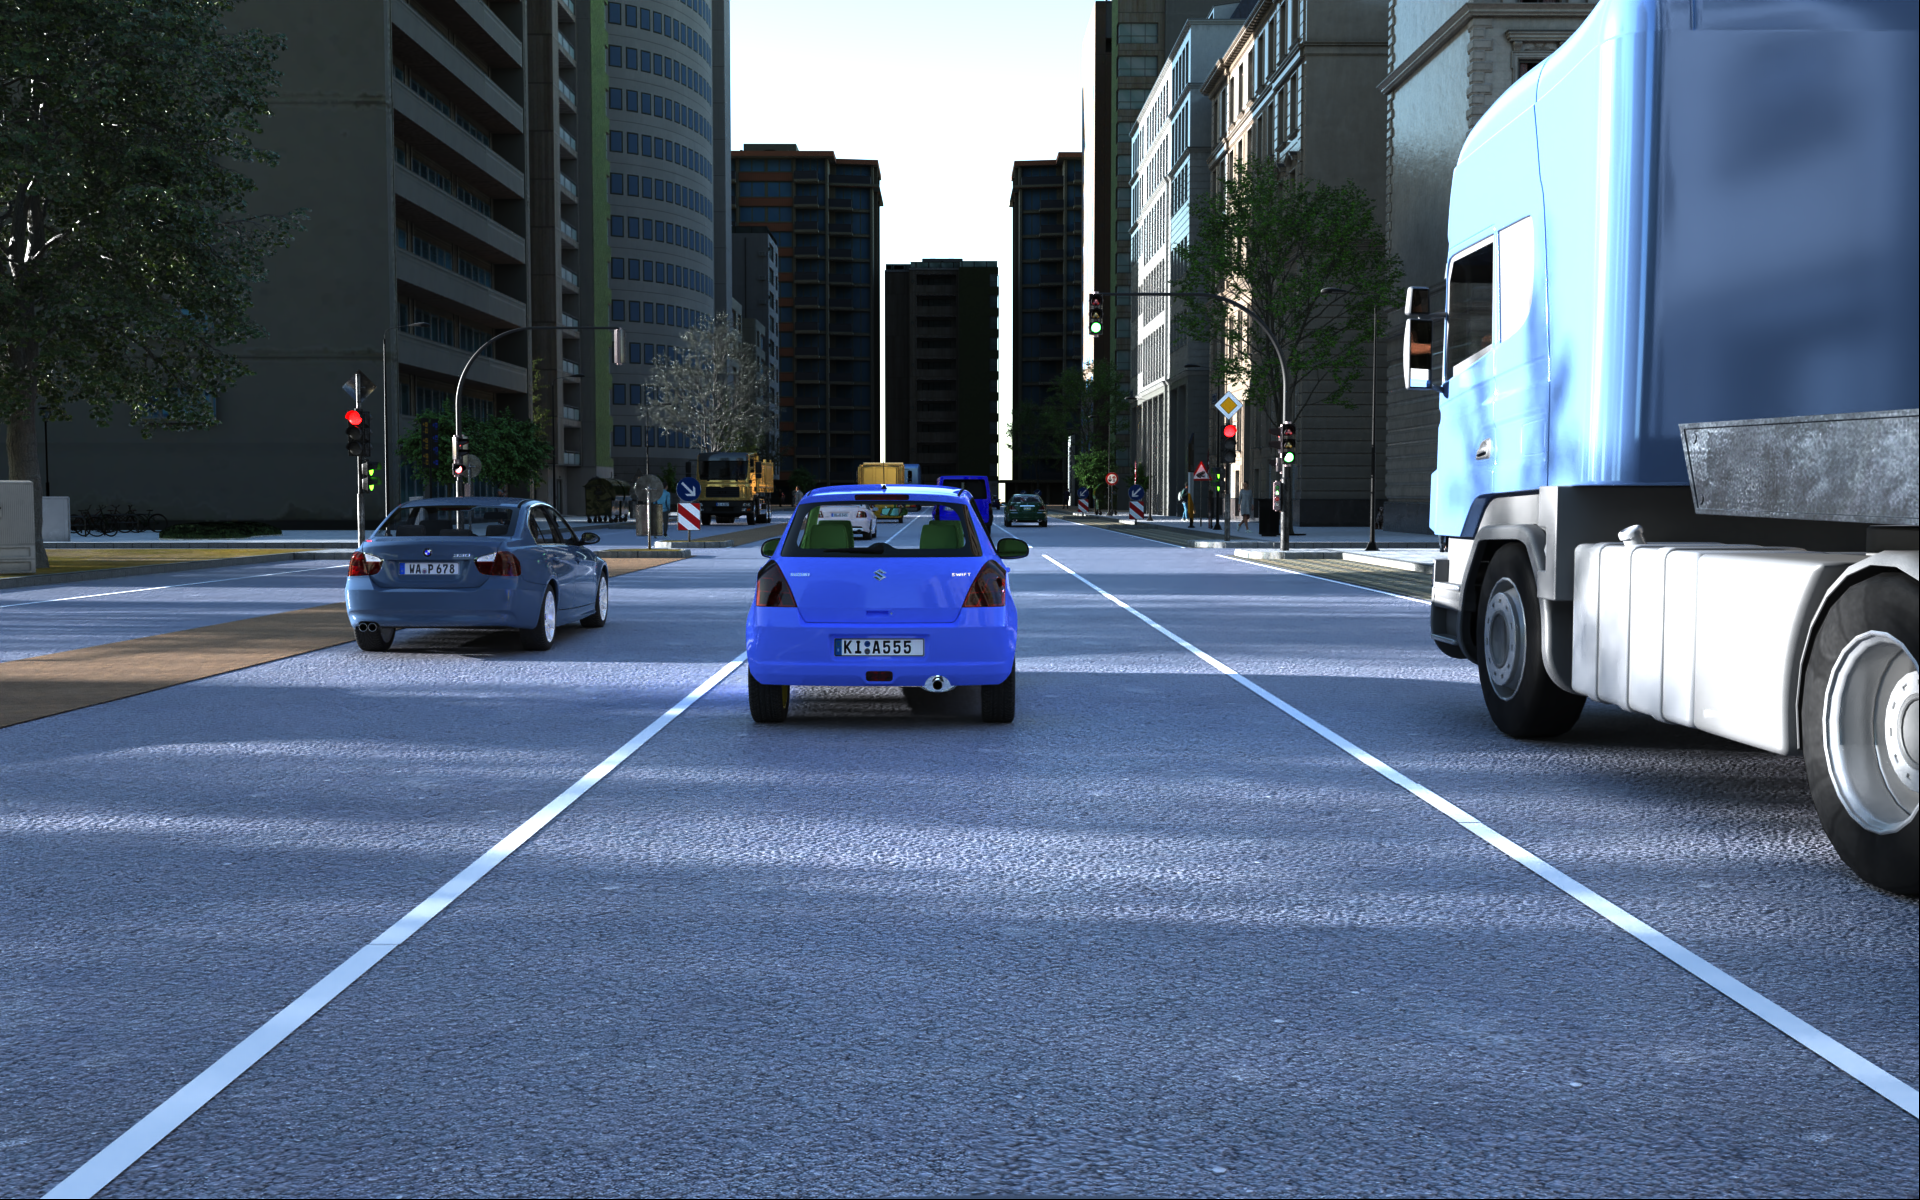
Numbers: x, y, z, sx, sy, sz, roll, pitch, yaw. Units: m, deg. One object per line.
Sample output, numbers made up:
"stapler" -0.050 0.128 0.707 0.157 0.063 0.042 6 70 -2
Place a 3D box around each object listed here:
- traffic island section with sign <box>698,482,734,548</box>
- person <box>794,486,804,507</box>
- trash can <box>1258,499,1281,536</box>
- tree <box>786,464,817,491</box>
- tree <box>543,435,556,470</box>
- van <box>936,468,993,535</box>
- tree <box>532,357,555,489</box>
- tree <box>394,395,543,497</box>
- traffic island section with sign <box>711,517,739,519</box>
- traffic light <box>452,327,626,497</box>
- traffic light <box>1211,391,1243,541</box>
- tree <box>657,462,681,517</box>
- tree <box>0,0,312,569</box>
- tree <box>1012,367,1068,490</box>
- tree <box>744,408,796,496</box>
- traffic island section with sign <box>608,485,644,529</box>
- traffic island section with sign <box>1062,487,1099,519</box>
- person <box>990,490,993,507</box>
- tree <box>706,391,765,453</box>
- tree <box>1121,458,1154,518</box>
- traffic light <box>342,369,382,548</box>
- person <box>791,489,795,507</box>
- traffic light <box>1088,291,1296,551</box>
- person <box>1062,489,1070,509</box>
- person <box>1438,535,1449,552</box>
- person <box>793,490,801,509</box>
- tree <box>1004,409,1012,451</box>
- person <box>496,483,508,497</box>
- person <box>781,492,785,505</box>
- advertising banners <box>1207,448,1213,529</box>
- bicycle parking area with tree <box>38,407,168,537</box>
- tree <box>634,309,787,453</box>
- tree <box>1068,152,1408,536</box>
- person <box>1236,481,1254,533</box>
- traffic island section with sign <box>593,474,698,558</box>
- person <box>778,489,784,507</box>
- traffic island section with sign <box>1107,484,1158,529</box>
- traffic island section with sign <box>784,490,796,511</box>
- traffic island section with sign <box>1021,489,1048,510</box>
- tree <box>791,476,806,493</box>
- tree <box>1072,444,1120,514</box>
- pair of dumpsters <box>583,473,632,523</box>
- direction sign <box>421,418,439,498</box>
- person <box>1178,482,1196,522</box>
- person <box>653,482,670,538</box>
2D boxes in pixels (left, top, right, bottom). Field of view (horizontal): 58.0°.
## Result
"traffic island section with sign" -7.240 -2.370 46.890 2.006 1.907 1.989 0 4 0
"person" -8.051 -4.833 87.371 0.795 1.843 0.661 2 4 29
"trash can" 9.382 -2.501 52.547 0.748 1.137 0.748 0 3 0
"tree" -17.374 -12.561 189.084 4.285 4.588 4.351 0 3 0
"tree" -16.707 -4.917 64.106 4.285 4.588 4.351 0 3 0
"van" 0.042 -3.400 59.980 2.240 2.365 5.245 0 4 -2
"tree" -22.408 -8.404 87.767 4.737 8.622 4.395 0 3 0
"tree" -17.047 -4.519 57.594 4.285 4.588 4.351 0 3 0
"traffic island section with sign" -13.693 -5.533 99.096 1.989 1.847 2.006 0 4 0
"traffic light" -11.487 -4.430 47.101 4.771 5.953 1.251 0 4 0
"traffic light" 7.283 -3.566 47.227 0.839 4.253 0.868 0 4 0
"tree" -16.008 -6.200 95.973 1.663 3.219 1.824 0 3 0
"tree" -16.256 -7.515 29.530 9.857 13.997 8.962 0 3 0
"tree" 9.570 -12.540 130.778 9.928 11.665 9.643 0 3 0
"tree" -16.124 -11.852 144.149 4.360 8.622 3.978 0 3 0
"traffic island section with sign" -13.478 -3.885 72.142 1.989 1.847 2.006 0 4 0
"traffic island section with sign" 6.918 -5.566 99.636 1.989 1.847 2.006 0 4 0
"person" 1.580 -5.338 95.965 0.537 1.800 0.526 2 4 33
"tree" -16.049 -10.632 124.188 4.737 8.622 4.395 0 3 0
"tree" 9.753 -6.053 93.570 1.663 3.219 1.824 0 3 0
"traffic light" -13.516 -3.067 39.065 0.839 4.253 0.868 0 4 0
"person" -16.706 -10.245 173.995 0.568 1.767 0.683 -2 4 -35
"traffic light" 5.253 -3.940 39.085 4.771 5.953 1.251 0 4 0
"person" 9.287 -8.881 151.695 0.683 1.767 0.568 -1 4 -8
"person" 10.754 -1.942 38.216 0.576 1.772 0.534 0 4 -2
"person" -8.700 -5.169 93.370 0.532 1.782 0.716 2 4 29
"tree" 8.316 -15.982 187.057 9.928 11.665 9.643 0 3 0
"person" -19.411 -4.106 73.526 0.532 1.782 0.716 -1 4 -8
"person" -20.919 -11.868 204.006 0.593 1.643 0.415 -1 4 -14
"advertising banners" 9.361 -4.199 64.843 0.090 3.025 2.074 0 4 4
"bicycle parking area with tree" -29.617 -4.142 54.719 9.016 4.147 8.231 0 4 4
"tree" -16.513 -12.520 115.080 12.009 13.543 11.850 0 3 0
"tree" 10.035 -7.822 53.640 9.928 11.665 9.643 0 3 0
"person" 9.497 -3.122 57.836 0.466 1.731 0.760 -3 5 -41
"traffic island section with sign" -7.193 -1.917 39.483 2.006 1.907 1.989 0 4 0
"person" -17.864 -10.181 173.029 0.721 1.766 1.217 -2 4 -28
"traffic island section with sign" 7.134 -3.872 71.939 1.989 1.847 2.006 0 4 0
"traffic island section with sign" -14.076 -8.582 148.943 1.989 1.847 2.006 0 4 0
"traffic island section with sign" 6.540 -8.591 149.093 1.989 1.847 2.006 0 4 0
"tree" -16.882 -11.430 181.484 1.663 3.219 1.824 0 3 0
"tree" 8.984 -7.972 114.063 4.285 4.588 4.351 0 3 0
"pair of dumpsters" -15.938 -4.638 78.320 1.574 2.255 4.437 0 4 0
"direction sign" -15.854 -3.662 51.874 0.379 3.537 0.876 1 4 14
"person" 10.535 -4.542 80.289 0.794 1.824 0.713 -3 4 -38
"person" -9.682 -2.911 56.120 0.660 1.820 0.620 1 4 18
